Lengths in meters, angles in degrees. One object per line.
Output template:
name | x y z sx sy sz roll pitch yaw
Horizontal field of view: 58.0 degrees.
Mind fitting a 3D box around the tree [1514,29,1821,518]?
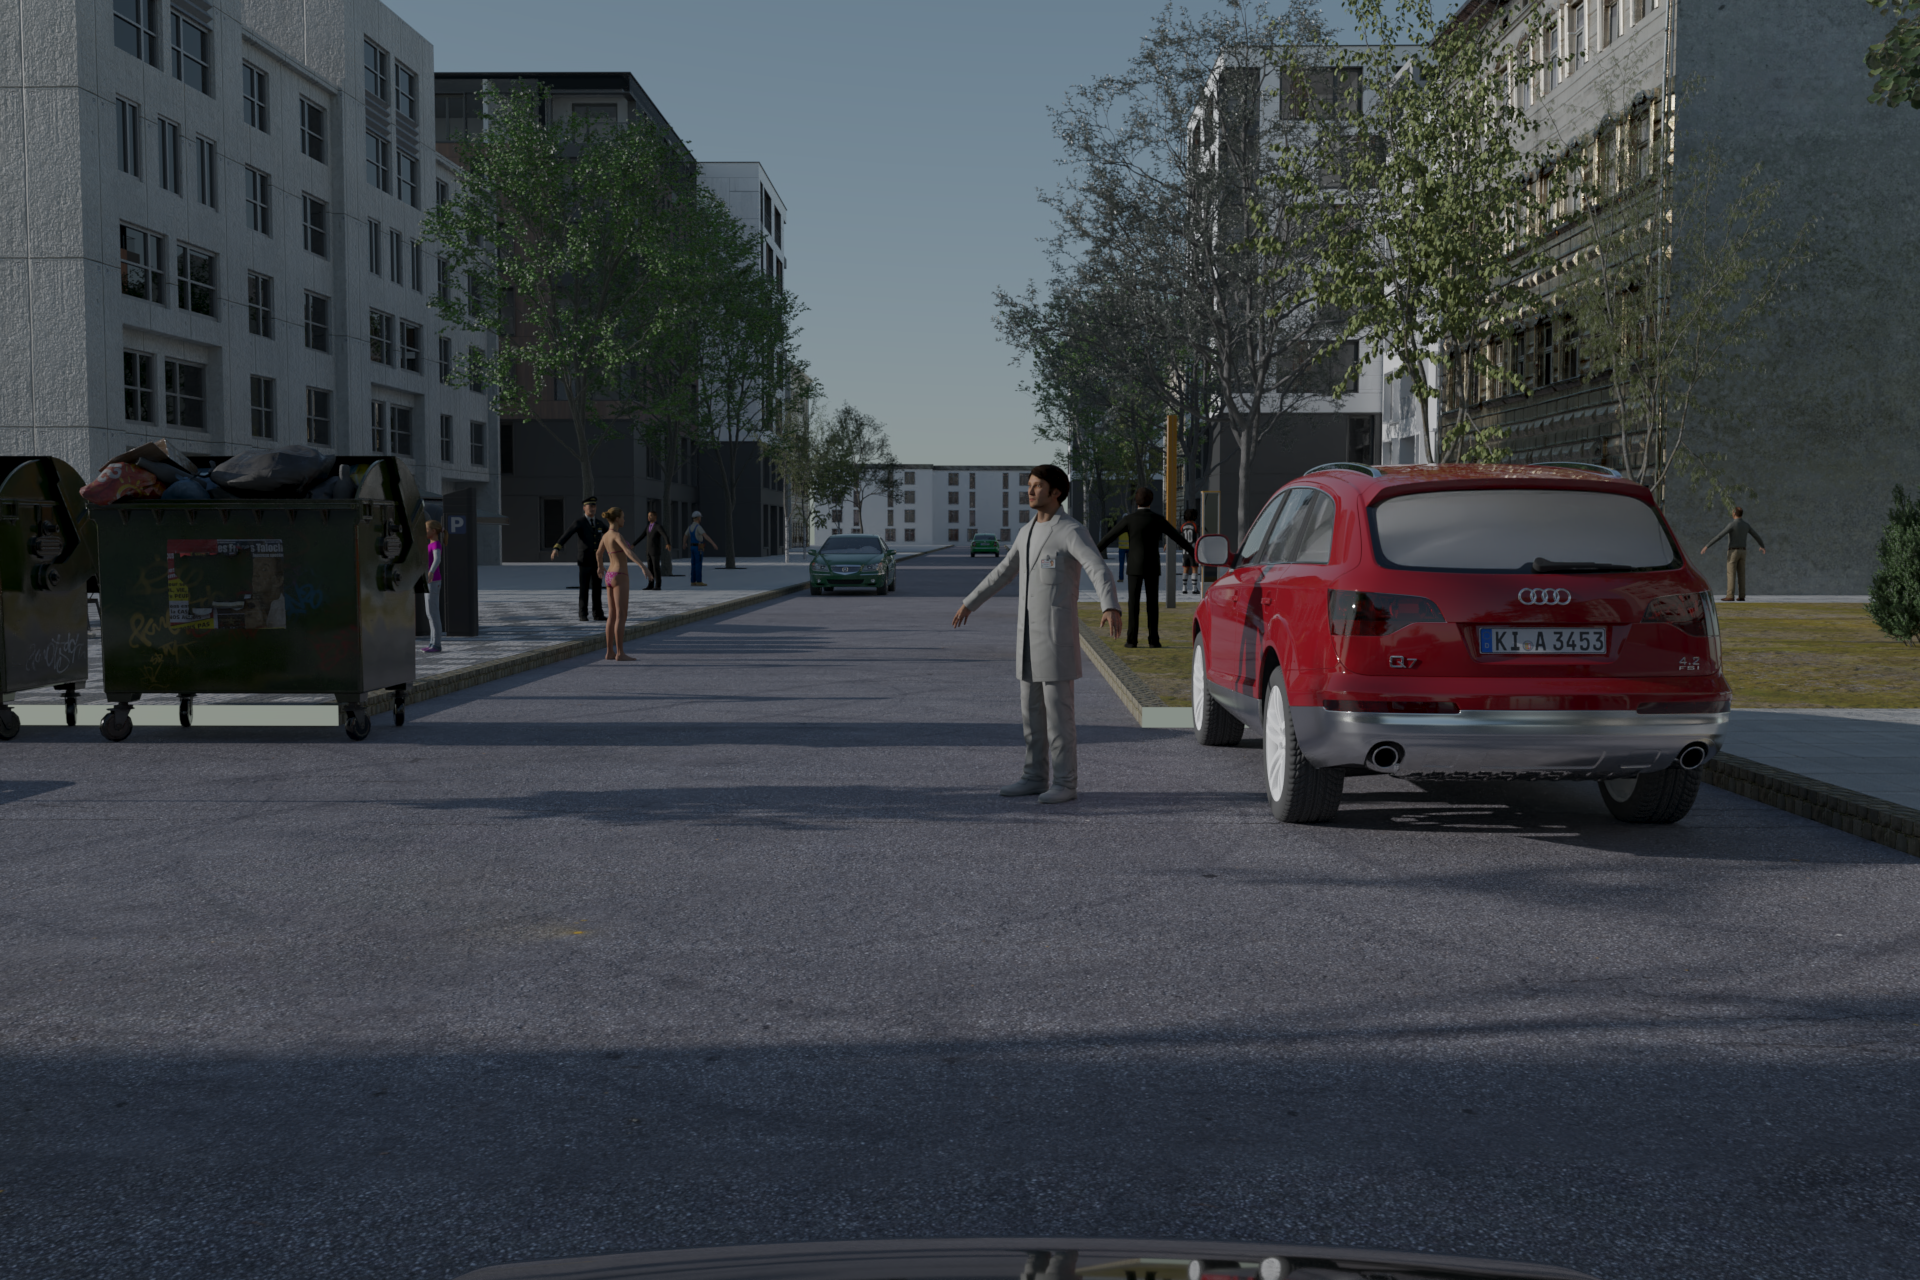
tree | 10.242 -4.633 26.112 4.360 8.622 3.978 0 3 0

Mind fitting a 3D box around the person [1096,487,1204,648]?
person | 2.070 -0.816 19.530 1.347 1.806 0.705 0 4 5

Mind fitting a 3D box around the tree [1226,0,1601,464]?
tree | 5.483 -4.271 20.190 4.737 8.622 4.395 0 3 0

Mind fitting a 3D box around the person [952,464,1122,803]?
person | 0.450 -0.045 9.373 0.705 1.806 1.347 -3 4 -38

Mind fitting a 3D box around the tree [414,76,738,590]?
tree | -8.814 -7.010 40.371 9.928 11.665 9.643 0 3 0

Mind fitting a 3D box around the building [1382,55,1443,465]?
building | 22.527 -13.061 69.971 16.016 20.090 11.380 0 4 1

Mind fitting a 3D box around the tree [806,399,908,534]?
tree | -7.034 -11.343 119.875 7.601 10.594 8.767 1 4 15

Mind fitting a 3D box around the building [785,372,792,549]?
building | -23.226 -16.452 135.453 16.747 18.905 31.486 0 4 0

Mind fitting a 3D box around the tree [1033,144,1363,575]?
tree | 7.353 -8.780 53.917 12.009 13.543 11.850 0 3 0

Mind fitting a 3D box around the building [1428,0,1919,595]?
building | 24.016 -13.060 44.457 19.493 23.208 18.063 0 4 1

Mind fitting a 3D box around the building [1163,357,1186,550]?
building | 26.778 -18.989 141.405 19.493 23.208 18.063 0 4 2

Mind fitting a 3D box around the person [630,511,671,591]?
person | -6.990 -2.027 39.370 1.346 1.802 0.704 3 4 39

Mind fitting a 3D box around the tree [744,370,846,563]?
tree | -7.926 -7.747 77.023 4.360 8.622 3.978 0 3 0

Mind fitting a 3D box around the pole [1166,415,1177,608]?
pole | 3.644 -2.202 29.851 0.158 3.312 0.155 0 3 0

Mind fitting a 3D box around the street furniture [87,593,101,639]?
street furniture | -24.647 -1.079 22.667 27.439 1.986 14.083 1 4 19

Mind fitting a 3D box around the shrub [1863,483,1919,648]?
shrub | 11.066 -0.925 19.539 1.690 2.028 1.600 0 3 0

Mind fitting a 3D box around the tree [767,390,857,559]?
tree | -7.705 -8.434 88.258 4.737 8.622 4.395 0 3 0

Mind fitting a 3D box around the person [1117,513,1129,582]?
person | 4.413 -2.457 46.144 1.349 1.833 0.705 0 4 -4

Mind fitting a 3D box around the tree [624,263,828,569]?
tree | -8.482 -8.414 63.321 9.928 11.665 9.643 0 3 0

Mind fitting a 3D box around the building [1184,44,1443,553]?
building | 25.294 -14.976 88.838 27.936 21.610 32.646 0 4 1

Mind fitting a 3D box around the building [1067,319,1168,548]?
building | 24.957 -20.465 178.576 27.936 21.610 32.646 0 4 2

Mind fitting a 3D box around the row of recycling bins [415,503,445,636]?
row of recycling bins | -7.145 -0.938 22.454 1.069 1.692 3.534 0 4 1

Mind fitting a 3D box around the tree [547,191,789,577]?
tree | -8.731 -7.723 52.024 9.928 11.665 9.643 0 3 0

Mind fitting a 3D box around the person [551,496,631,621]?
person | -5.443 -1.201 25.578 1.347 1.837 0.705 -3 4 -39

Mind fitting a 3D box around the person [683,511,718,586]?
person | -6.480 -2.259 42.789 1.347 1.847 0.705 3 5 45

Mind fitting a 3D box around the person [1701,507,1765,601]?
person | 14.820 -1.640 33.082 1.348 1.796 0.705 -1 4 -11

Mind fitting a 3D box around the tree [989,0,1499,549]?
tree | 6.187 -7.764 37.310 12.009 13.543 11.850 0 3 0

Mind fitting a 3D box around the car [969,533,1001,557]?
car | 1.557 -6.063 107.930 1.959 1.807 4.718 0 4 1

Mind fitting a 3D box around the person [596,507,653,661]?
person | -3.830 -0.638 19.693 0.721 1.733 1.217 -3 4 -38

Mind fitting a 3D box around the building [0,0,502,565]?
building | -27.647 -11.529 54.955 16.747 18.905 31.486 0 4 2

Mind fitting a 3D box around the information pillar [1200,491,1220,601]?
information pillar | 4.293 -1.544 29.742 0.304 2.012 0.304 0 4 2

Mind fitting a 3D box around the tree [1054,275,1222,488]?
tree | 7.273 -8.759 68.957 9.928 11.665 9.643 0 3 0

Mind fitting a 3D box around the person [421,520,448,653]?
person | -5.786 -0.583 18.802 0.599 1.433 0.991 -1 4 -22

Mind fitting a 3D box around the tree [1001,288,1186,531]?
tree | 9.189 -15.932 116.378 12.611 20.169 13.585 0 3 0

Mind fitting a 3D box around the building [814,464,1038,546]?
building | -3.512 -16.126 208.271 28.070 9.664 9.099 0 4 -4

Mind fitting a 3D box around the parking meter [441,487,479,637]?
parking meter | -6.265 -0.977 21.685 0.399 1.863 0.255 0 4 1

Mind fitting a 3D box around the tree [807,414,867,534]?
tree | -7.542 -9.549 106.496 4.737 8.622 4.395 0 3 0

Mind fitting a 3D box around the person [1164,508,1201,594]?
person | 4.940 -1.886 36.977 1.345 1.843 0.704 2 4 31

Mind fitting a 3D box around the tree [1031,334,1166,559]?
tree | 7.163 -9.910 87.781 9.928 11.665 9.643 0 3 0

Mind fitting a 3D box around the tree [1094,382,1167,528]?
tree | 7.807 -7.818 78.183 4.737 8.622 4.395 0 3 0

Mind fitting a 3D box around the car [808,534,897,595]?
car | -2.569 -1.857 42.158 2.131 1.459 4.920 0 4 2

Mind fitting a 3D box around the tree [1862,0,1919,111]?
tree | 8.607 -6.279 9.318 9.857 13.997 8.962 0 3 0

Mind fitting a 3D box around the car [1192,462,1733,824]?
car | 2.592 -0.089 10.121 2.281 1.827 5.304 0 4 1

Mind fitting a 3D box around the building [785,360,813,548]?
building | -24.347 -20.219 161.510 19.493 23.208 18.063 0 4 2

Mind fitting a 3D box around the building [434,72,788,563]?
building | -24.946 -15.250 93.310 27.936 21.610 32.646 0 4 0

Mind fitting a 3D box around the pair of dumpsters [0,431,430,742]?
pair of dumpsters | -6.201 -0.454 12.373 4.436 2.255 1.574 0 4 1

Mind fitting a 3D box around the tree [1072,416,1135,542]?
tree | 7.701 -8.879 95.530 4.360 8.622 3.978 0 3 0
